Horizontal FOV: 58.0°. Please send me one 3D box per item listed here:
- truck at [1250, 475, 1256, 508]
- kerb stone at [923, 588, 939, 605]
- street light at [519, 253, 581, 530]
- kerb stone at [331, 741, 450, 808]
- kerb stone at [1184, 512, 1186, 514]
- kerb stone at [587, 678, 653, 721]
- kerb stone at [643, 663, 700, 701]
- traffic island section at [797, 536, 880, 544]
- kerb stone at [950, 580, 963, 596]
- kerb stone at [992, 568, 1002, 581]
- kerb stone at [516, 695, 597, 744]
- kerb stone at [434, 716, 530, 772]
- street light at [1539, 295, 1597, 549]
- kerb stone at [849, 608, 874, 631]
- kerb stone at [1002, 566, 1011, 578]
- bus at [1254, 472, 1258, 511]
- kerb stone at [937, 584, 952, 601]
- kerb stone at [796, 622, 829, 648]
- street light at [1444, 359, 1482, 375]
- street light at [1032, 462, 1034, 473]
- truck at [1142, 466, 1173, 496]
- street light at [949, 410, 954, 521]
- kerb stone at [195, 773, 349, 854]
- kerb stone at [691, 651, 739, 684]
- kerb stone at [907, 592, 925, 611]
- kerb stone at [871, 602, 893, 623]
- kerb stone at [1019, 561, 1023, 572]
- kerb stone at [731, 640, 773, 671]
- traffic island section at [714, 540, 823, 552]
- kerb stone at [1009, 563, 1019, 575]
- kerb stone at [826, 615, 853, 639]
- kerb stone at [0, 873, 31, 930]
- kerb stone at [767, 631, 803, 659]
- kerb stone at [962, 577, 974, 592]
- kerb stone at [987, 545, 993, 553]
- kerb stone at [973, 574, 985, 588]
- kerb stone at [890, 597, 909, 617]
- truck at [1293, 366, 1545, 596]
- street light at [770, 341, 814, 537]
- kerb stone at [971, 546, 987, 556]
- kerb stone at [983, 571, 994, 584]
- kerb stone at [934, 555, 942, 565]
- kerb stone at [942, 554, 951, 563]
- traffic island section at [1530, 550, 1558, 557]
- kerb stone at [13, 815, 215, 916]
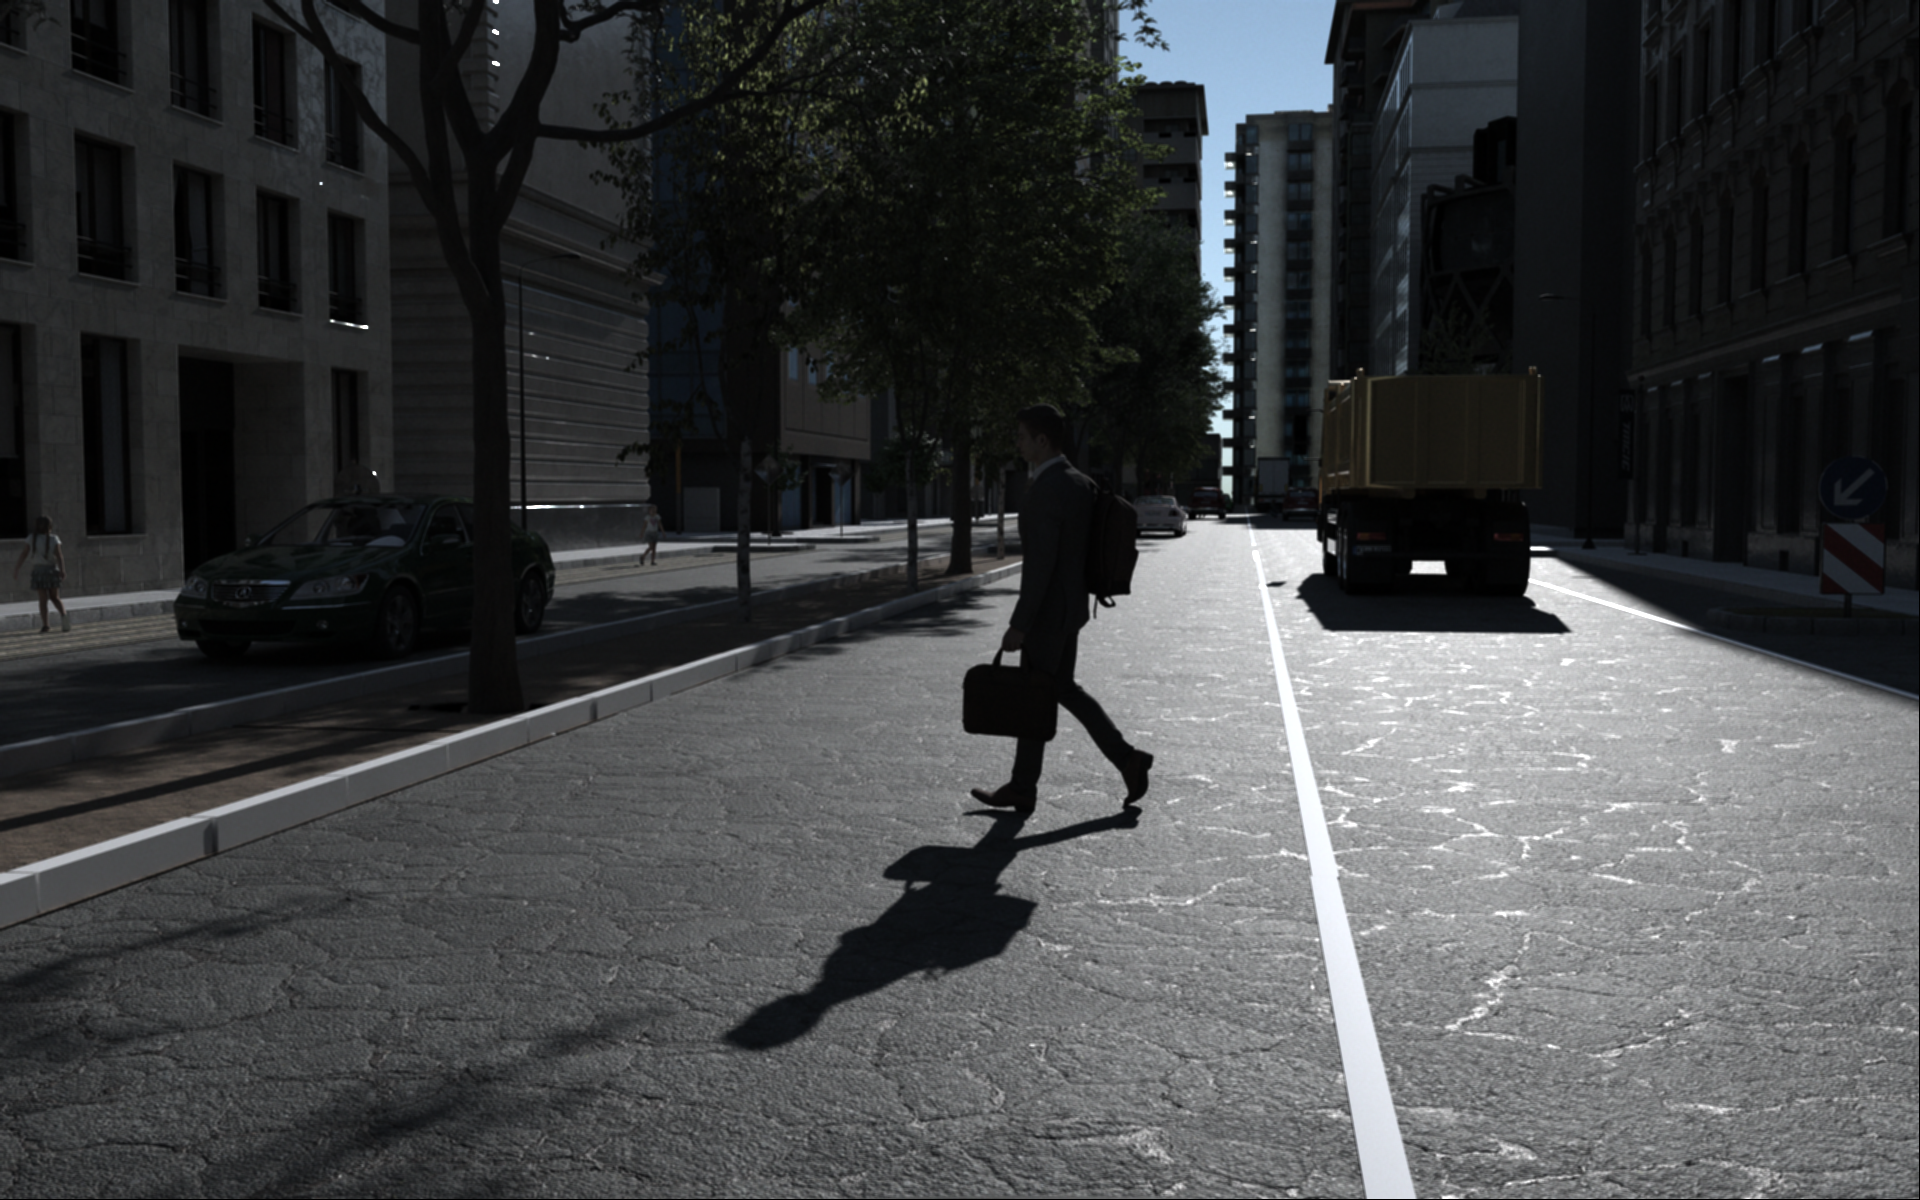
[{"bbox_3d":[31.134,-10.985,175.530,3.469,3.379,9.791,1,4,9],"label":"truck"},{"bbox_3d":[-0.457,-0.023,22.576,0.120,0.150,1.000,1,4,9],"label":"kerb stone"},{"bbox_3d":[-7.977,-3.732,33.567,1.470,5.913,1.316,1,4,9],"label":"street light"},{"bbox_3d":[-2.768,0.844,8.397,0.120,0.150,1.000,1,4,9],"label":"kerb stone"},{"bbox_3d":[15.989,-6.182,123.276,0.120,0.150,1.000,1,4,9],"label":"kerb stone"},{"bbox_3d":[-2.270,0.658,11.443,0.120,0.150,1.000,1,4,9],"label":"kerb stone"},{"bbox_3d":[-2.102,0.596,12.452,0.120,0.150,1.000,1,4,9],"label":"kerb stone"},{"bbox_3d":[-3.553,-1.795,51.633,2.009,0.180,2.903,1,4,9],"label":"traffic island section"},{"bbox_3d":[-0.128,-0.145,24.600,0.120,0.150,1.000,1,4,9],"label":"kerb stone"},{"bbox_3d":[0.530,-0.394,28.643,0.120,0.150,1.000,1,4,9],"label":"kerb stone"},{"bbox_3d":[-2.446,0.720,10.431,0.120,0.150,1.000,1,4,9],"label":"kerb stone"},{"bbox_3d":[-2.611,0.782,9.410,0.120,0.150,1.000,1,4,9],"label":"kerb stone"},{"bbox_3d":[14.181,-4.153,40.435,1.470,5.913,1.316,1,4,9],"label":"street light"},{"bbox_3d":[-1.110,0.225,18.524,0.120,0.150,1.000,1,4,9],"label":"kerb stone"},{"bbox_3d":[0.703,-0.456,29.650,0.120,0.150,1.000,1,4,9],"label":"kerb stone"},{"bbox_3d":[27.188,-9.787,151.559,2.896,3.916,12.252,1,4,10],"label":"bus"},{"bbox_3d":[-0.285,-0.085,23.584,0.120,0.150,1.000,1,4,9],"label":"kerb stone"},{"bbox_3d":[-1.446,0.349,16.489,0.120,0.150,1.000,1,4,9],"label":"kerb stone"},{"bbox_3d":[17.323,-5.325,59.609,1.470,5.913,1.316,1,4,9],"label":"street light"},{"bbox_3d":[5.386,-8.708,114.909,1.470,5.913,1.316,1,4,9],"label":"street light"},{"bbox_3d":[20.077,-11.413,175.516,2.839,4.237,11.283,1,4,9],"label":"truck"},{"bbox_3d":[0.207,-6.762,83.100,1.470,5.913,1.316,1,4,9],"label":"street light"},{"bbox_3d":[-2.929,0.906,7.388,0.120,0.150,1.000,1,4,9],"label":"kerb stone"},{"bbox_3d":[-1.944,0.534,13.461,0.120,0.150,1.000,1,4,9],"label":"kerb stone"},{"bbox_3d":[-0.622,0.038,21.568,0.120,0.150,1.000,1,4,9],"label":"kerb stone"},{"bbox_3d":[-0.948,0.162,19.542,0.120,0.150,1.000,1,4,9],"label":"kerb stone"},{"bbox_3d":[1.030,-0.580,31.686,0.120,0.150,1.000,1,4,9],"label":"kerb stone"},{"bbox_3d":[-1.776,0.473,14.470,0.120,0.150,1.000,1,4,9],"label":"kerb stone"},{"bbox_3d":[-4.841,-1.313,43.752,2.009,0.180,2.903,1,4,9],"label":"traffic island section"},{"bbox_3d":[0.875,-0.518,30.667,0.120,0.150,1.000,1,4,9],"label":"kerb stone"},{"bbox_3d":[-1.282,0.288,17.517,0.120,0.150,1.000,1,4,9],"label":"kerb stone"},{"bbox_3d":[-3.263,1.029,5.371,0.120,0.150,1.000,1,4,9],"label":"kerb stone"},{"bbox_3d":[-1.614,0.411,15.479,0.120,0.150,1.000,1,4,9],"label":"kerb stone"},{"bbox_3d":[0.040,-0.207,25.609,0.120,0.150,1.000,1,4,9],"label":"kerb stone"},{"bbox_3d":[0.616,-1.216,42.127,0.120,0.150,1.000,1,4,9],"label":"kerb stone"},{"bbox_3d":[0.208,-0.271,26.625,0.120,0.150,1.000,1,4,9],"label":"kerb stone"},{"bbox_3d":[-0.789,0.100,20.558,0.120,0.150,1.000,1,4,9],"label":"kerb stone"},{"bbox_3d":[7.299,-1.971,28.156,3.469,3.379,9.791,1,4,9],"label":"truck"},{"bbox_3d":[-4.971,-4.837,51.619,1.470,5.913,1.316,1,4,9],"label":"street light"},{"bbox_3d":[0.447,-1.157,41.112,0.120,0.150,1.000,1,4,9],"label":"kerb stone"},{"bbox_3d":[0.370,-0.333,27.634,0.120,0.150,1.000,1,4,9],"label":"kerb stone"},{"bbox_3d":[-0.553,-0.785,35.028,0.120,0.150,1.000,1,4,9],"label":"kerb stone"},{"bbox_3d":[-0.377,-0.843,36.046,0.120,0.150,1.000,1,4,9],"label":"kerb stone"},{"bbox_3d":[12.816,-1.137,40.873,2.009,0.180,2.903,1,4,9],"label":"traffic island section"},{"bbox_3d":[-3.102,0.968,6.381,0.120,0.150,1.000,1,4,9],"label":"kerb stone"}]
